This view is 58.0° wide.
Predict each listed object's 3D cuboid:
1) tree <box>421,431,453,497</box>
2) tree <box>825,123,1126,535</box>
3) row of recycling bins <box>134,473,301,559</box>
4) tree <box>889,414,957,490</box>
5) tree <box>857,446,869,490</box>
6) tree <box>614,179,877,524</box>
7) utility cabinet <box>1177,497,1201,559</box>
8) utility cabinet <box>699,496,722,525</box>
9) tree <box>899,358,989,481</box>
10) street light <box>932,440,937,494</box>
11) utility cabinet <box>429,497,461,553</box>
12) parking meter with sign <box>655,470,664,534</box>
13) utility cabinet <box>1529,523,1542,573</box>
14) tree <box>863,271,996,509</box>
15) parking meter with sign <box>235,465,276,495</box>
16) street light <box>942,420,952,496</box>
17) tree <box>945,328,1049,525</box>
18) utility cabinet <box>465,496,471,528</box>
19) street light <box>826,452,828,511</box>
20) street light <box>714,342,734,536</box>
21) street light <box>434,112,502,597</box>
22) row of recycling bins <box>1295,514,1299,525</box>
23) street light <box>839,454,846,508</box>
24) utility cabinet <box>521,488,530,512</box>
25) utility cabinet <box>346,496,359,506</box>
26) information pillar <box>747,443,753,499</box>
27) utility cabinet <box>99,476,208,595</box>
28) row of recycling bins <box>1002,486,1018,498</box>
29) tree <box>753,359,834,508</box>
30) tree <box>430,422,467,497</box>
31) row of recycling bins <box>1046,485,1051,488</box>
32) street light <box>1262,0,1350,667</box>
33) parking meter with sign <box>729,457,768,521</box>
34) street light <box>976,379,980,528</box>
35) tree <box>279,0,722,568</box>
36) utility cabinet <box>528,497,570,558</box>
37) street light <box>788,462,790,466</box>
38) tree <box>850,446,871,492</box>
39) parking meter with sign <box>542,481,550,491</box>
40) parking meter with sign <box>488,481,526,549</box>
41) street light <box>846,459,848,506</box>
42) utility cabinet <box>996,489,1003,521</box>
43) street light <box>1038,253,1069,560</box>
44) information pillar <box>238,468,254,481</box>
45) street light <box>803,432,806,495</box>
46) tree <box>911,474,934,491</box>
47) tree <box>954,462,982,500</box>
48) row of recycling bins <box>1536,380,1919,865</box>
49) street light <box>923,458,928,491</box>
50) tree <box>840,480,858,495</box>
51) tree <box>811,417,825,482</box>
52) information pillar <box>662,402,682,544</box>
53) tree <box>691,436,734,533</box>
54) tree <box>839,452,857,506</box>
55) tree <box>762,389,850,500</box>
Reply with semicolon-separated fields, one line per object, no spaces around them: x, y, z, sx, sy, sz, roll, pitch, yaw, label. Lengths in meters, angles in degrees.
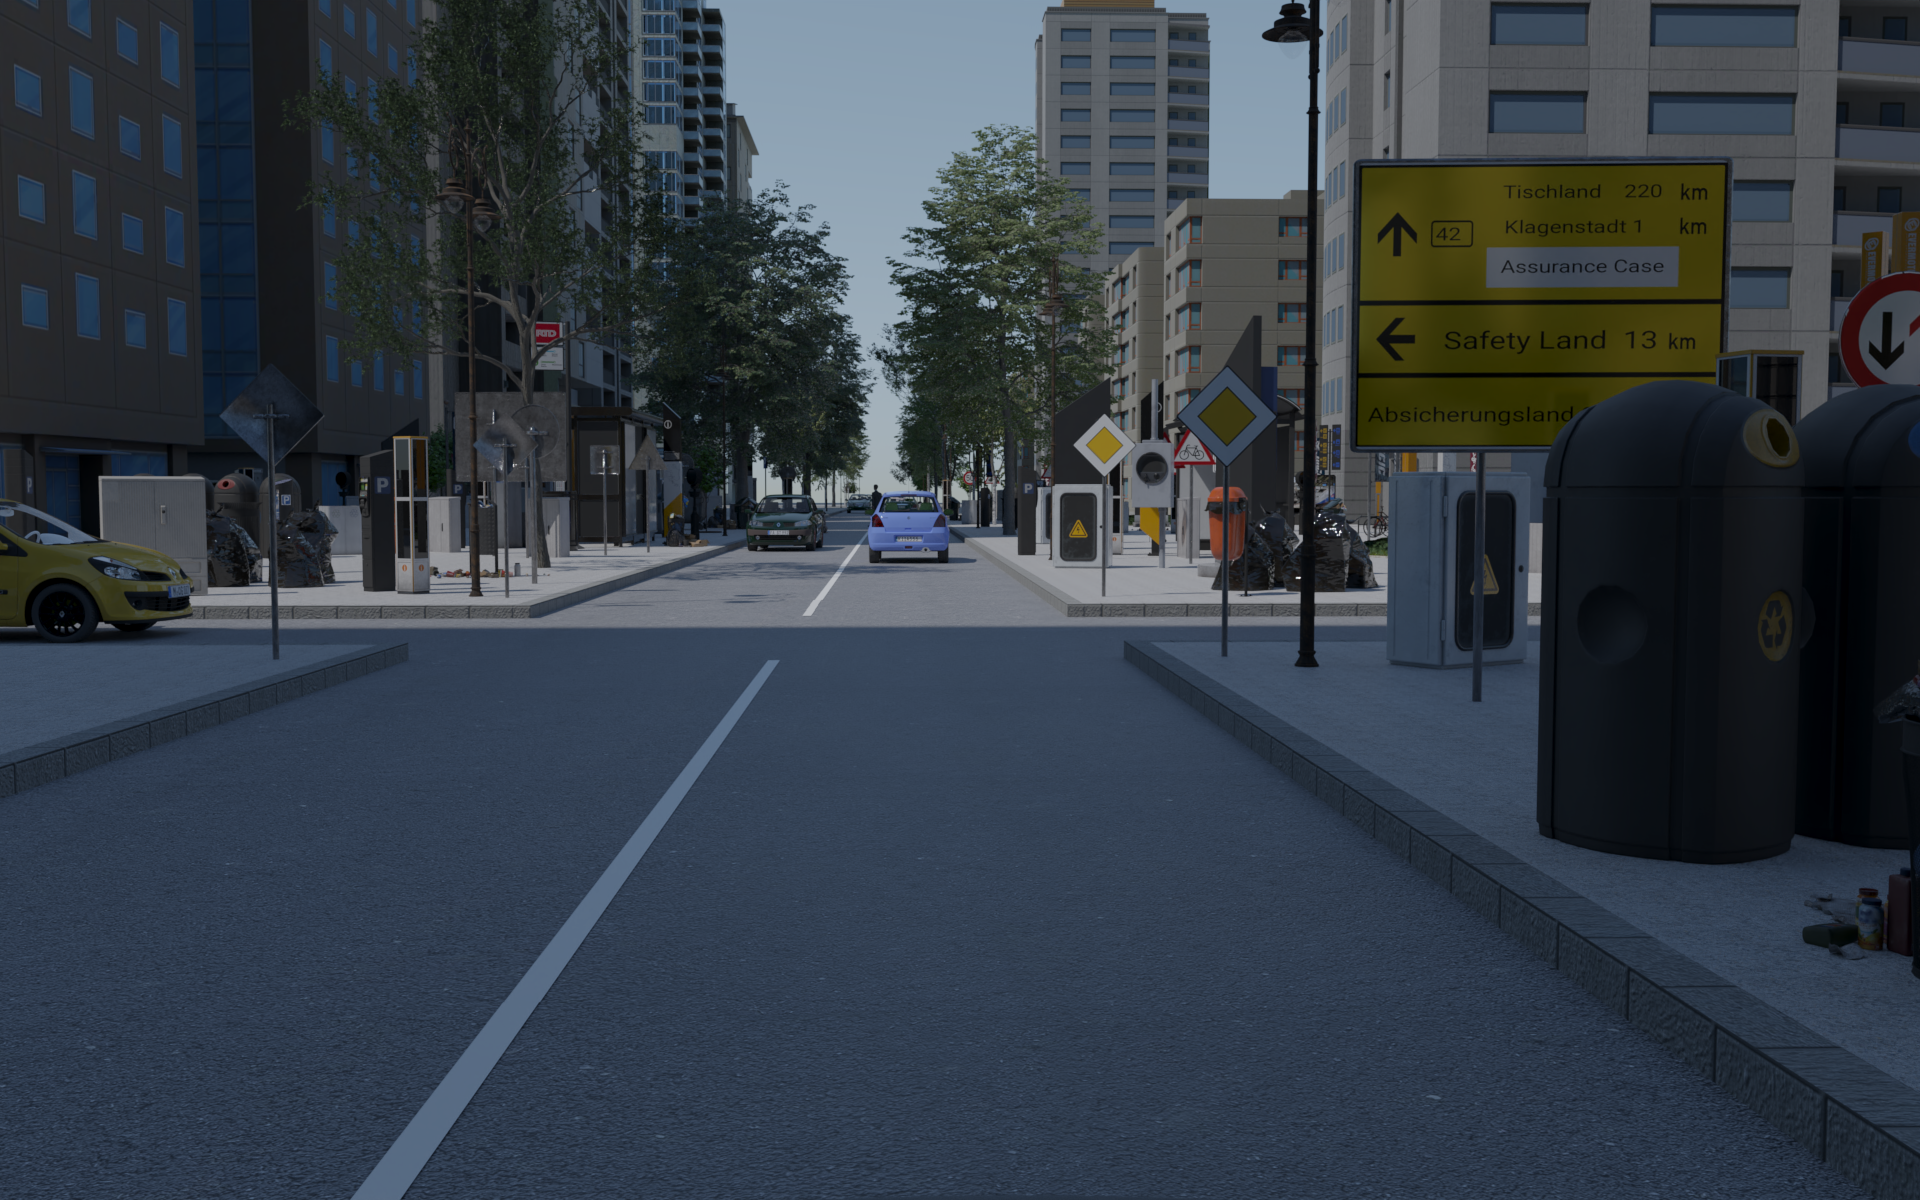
-16.358;-3.571;52.988;1.663;3.219;1.824;0;3;0;tree
1.133;-8.315;54.084;7.486;12.596;7.792;0;3;0;tree
-14.989;-1.691;34.763;3.534;1.692;1.069;0;4;0;row of recycling bins
-4.560;-19.239;231.561;9.611;12.733;9.660;0;3;0;tree
-12.220;-14.454;186.677;4.737;8.622;4.395;0;3;0;tree
-9.003;-10.006;70.248;9.857;13.997;8.962;0;3;0;tree
4.593;-1.451;34.884;0.306;1.237;1.020;0;4;-3;utility cabinet
-10.089;-3.586;69.792;1.020;1.237;0.306;0;4;-6;utility cabinet
-0.615;-12.220;125.556;9.928;11.665;9.643;0;3;0;tree
-2.055;-10.309;141.341;0.468;5.910;1.993;0;4;-2;street light
-11.398;-1.656;38.245;0.306;1.237;1.020;-3;5;-43;utility cabinet
-9.859;-3.629;55.599;1.738;3.016;0.543;0;4;4;parking meter with sign
9.630;-1.022;27.864;0.306;1.237;1.020;-3;4;-38;utility cabinet
-2.262;-17.976;149.803;12.611;20.169;13.585;0;3;0;tree
-21.358;-3.408;51.981;0.543;3.016;1.738;3;5;44;parking meter with sign
-0.943;-8.400;110.121;0.468;5.910;1.993;0;4;-2;street light
1.664;-7.412;71.545;4.737;8.622;4.395;0;3;0;tree
-18.720;-3.298;65.086;1.020;1.237;0.306;-2;4;-24;utility cabinet
-9.979;-9.587;129.541;0.468;5.910;1.993;0;4;-2;street light
-7.179;-4.889;52.726;0.468;5.910;1.993;0;4;-2;street light
-6.058;-2.980;21.506;0.468;5.910;1.993;0;4;-2;street light
13.791;-3.976;72.119;3.534;1.692;1.069;3;5;42;row of recycling bins
-11.063;-11.505;160.893;0.468;5.910;1.993;0;4;-2;street light
-15.332;-3.157;60.294;1.173;1.500;0.318;3;5;39;utility cabinet
-18.568;-2.617;53.945;1.020;1.237;0.306;1;4;11;utility cabinet
-9.632;-5.341;78.674;0.504;3.616;0.183;0;4;-5;information pillar
-10.060;-0.791;21.620;1.173;1.500;0.318;-2;4;-32;utility cabinet
2.368;-4.175;75.378;1.069;1.692;3.534;0;4;-4;row of recycling bins
-9.442;-8.737;93.204;4.737;8.622;4.395;0;3;0;tree
-23.482;-5.772;78.090;4.285;4.588;4.351;0;3;0;tree
3.868;-4.588;82.120;1.069;1.692;3.534;1;4;15;row of recycling bins
2.583;-2.443;12.724;0.468;5.910;1.993;0;4;-2;street light
-9.895;-5.183;81.002;1.738;3.016;0.543;-1;4;-20;parking meter with sign
0.677;-5.621;64.693;0.468;5.910;1.993;0;4;-2;street light
-7.604;-5.833;29.790;7.601;10.594;8.767;0;4;-4;tree
-8.401;-1.476;35.288;1.020;1.237;0.306;3;4;37;utility cabinet
-8.370;-6.850;84.793;0.468;5.910;1.993;0;4;-2;street light
-12.321;-14.911;194.153;4.360;8.622;3.978;0;3;0;tree
-18.476;-4.899;76.361;0.543;3.016;1.738;3;5;40;parking meter with sign
-10.674;-2.730;40.891;0.543;3.016;1.738;1;4;17;parking meter with sign
-11.862;-12.743;181.138;0.468;5.910;1.993;0;4;-2;street light
2.160;-4.469;81.754;0.318;1.500;1.173;-2;4;-31;utility cabinet
1.803;-3.712;33.474;0.468;5.910;1.993;0;4;-2;street light
-19.999;-2.695;48.561;0.304;2.012;0.304;3;4;37;information pillar
-8.818;-7.659;98.014;0.468;5.910;1.993;0;4;-2;street light
-4.684;-14.356;218.428;4.285;4.588;4.351;0;3;0;tree
0.634;-6.616;102.767;1.663;3.219;1.824;0;3;0;tree
3.929;0.034;6.564;3.534;1.692;1.069;0;4;-6;row of recycling bins
-4.055;-13.459;192.839;0.468;5.910;1.993;0;4;-2;street light
-14.840;-14.421;230.389;1.663;3.219;1.824;0;3;0;tree
-12.358;-15.624;173.580;7.486;12.596;7.792;0;3;0;tree
-7.362;-3.238;44.298;0.504;3.616;0.183;1;4;16;information pillar
-8.277;-3.839;57.362;1.663;3.219;1.824;0;3;0;tree
-12.348;-12.552;155.592;4.737;8.622;4.395;0;3;0;tree
-9.678;-9.394;103.951;4.360;8.622;3.978;0;3;0;tree
